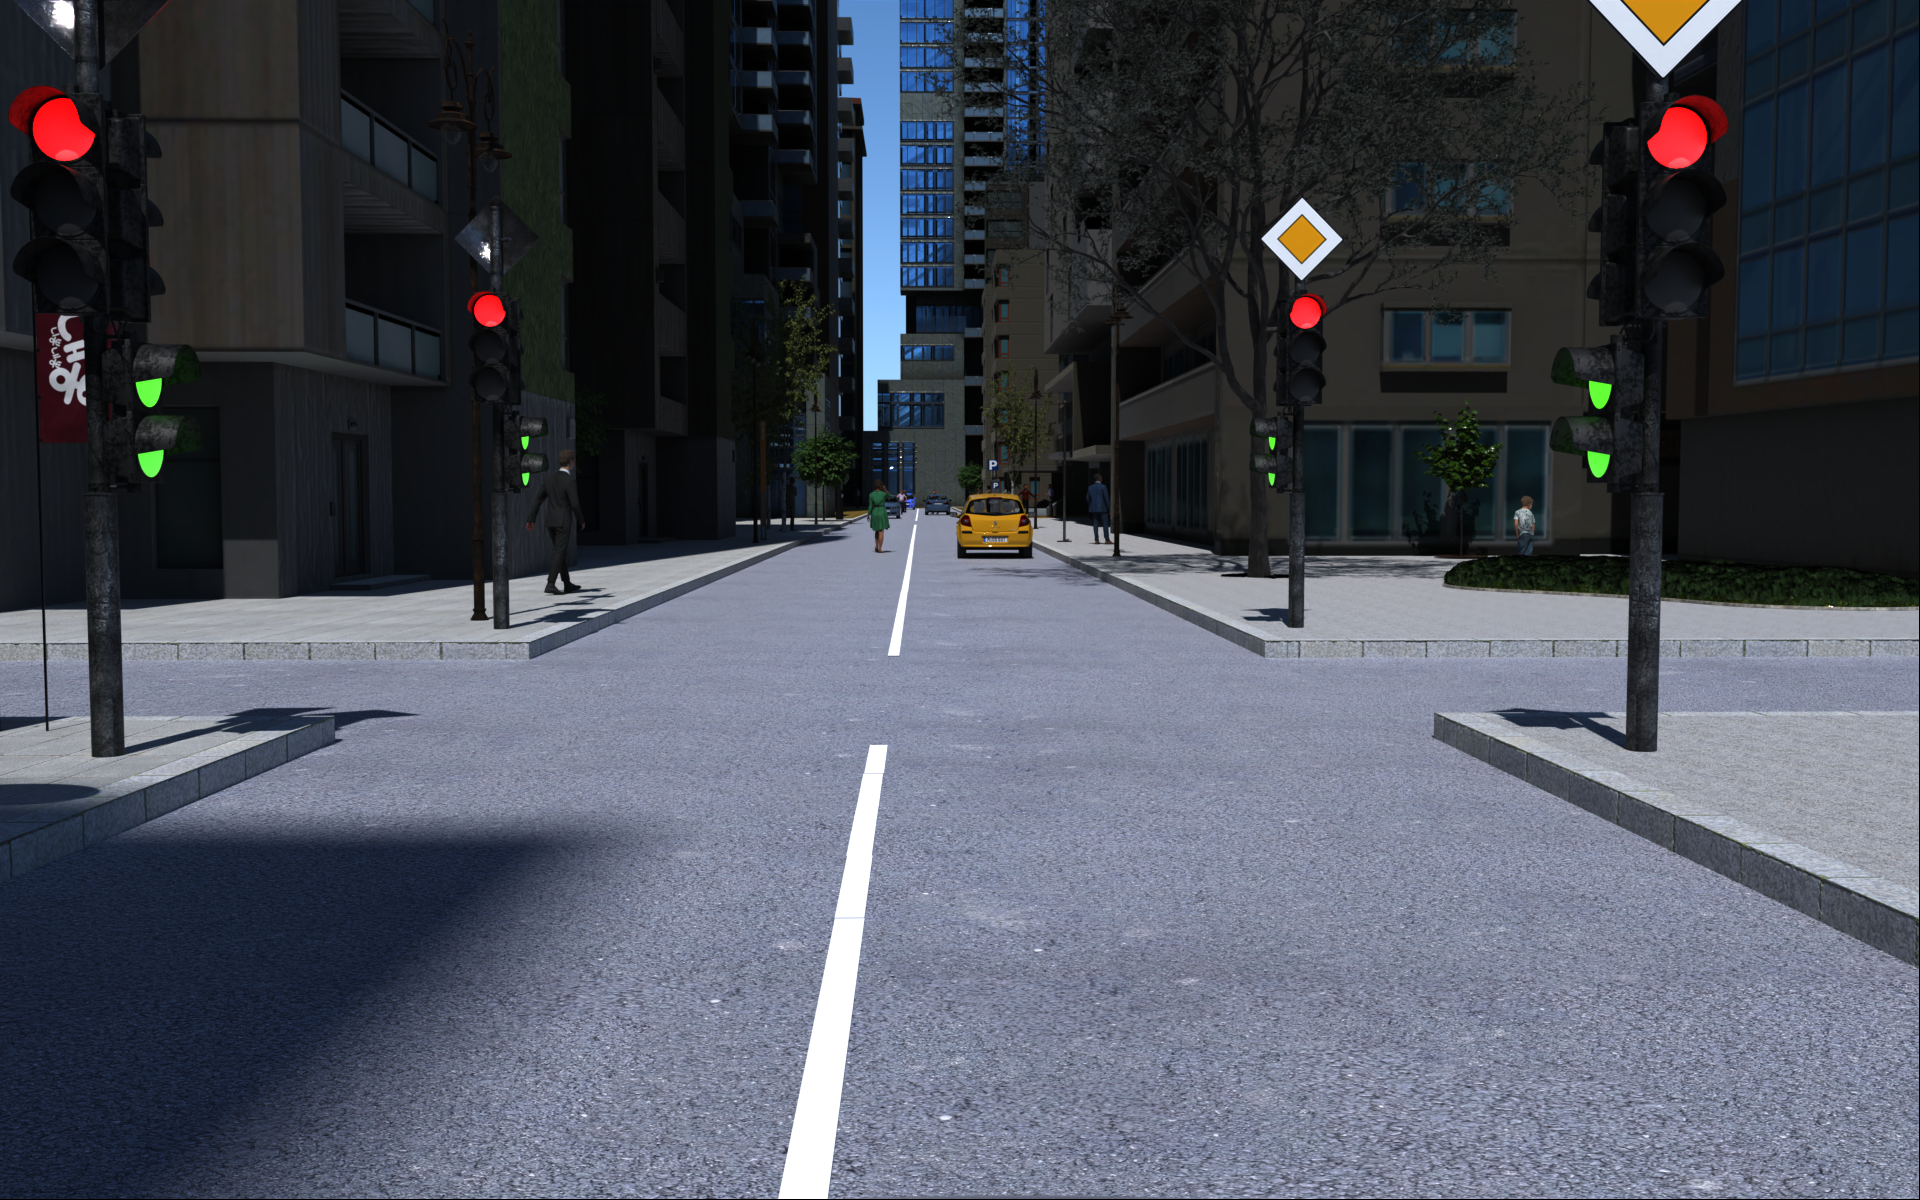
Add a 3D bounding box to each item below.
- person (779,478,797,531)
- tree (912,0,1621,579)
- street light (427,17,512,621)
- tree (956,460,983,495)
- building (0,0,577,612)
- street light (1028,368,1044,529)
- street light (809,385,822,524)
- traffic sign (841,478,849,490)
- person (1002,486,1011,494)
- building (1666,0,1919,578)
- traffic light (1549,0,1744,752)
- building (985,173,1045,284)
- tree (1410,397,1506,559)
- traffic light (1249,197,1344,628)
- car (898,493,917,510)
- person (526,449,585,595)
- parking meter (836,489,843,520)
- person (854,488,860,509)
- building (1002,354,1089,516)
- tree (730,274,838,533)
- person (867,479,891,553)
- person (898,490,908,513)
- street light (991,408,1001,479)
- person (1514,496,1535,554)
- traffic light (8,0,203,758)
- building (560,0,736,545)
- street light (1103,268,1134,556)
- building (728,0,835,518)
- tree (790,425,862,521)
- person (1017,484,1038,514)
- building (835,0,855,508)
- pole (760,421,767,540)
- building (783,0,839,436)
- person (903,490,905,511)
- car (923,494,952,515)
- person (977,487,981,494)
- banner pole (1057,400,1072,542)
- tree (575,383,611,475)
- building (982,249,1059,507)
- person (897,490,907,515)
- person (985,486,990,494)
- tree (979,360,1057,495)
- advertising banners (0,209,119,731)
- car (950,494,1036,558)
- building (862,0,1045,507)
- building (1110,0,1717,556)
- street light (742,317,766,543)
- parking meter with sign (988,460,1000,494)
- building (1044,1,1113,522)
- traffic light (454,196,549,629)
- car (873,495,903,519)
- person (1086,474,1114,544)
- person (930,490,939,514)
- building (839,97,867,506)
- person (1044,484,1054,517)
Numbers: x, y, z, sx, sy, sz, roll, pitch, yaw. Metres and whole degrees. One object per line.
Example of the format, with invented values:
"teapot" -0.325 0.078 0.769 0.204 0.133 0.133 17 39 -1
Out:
"person" -6.018 -3.351 60.637 0.655 1.846 0.447 -1 4 -12
"tree" 4.475 -7.087 26.250 12.009 13.543 11.850 0 3 0
"street light" -4.889 -2.731 17.447 0.468 5.910 1.993 0 4 -1
"tree" 1.212 -11.305 168.549 4.285 4.588 4.351 0 3 0
"building" -13.715 -20.743 22.750 14.154 41.232 14.086 0 4 -1
"street light" 2.776 -5.546 63.465 0.468 5.910 1.993 0 4 -1
"street light" -6.113 -6.155 73.426 0.468 5.910 1.993 0 4 -1
"traffic sign" -6.144 -5.499 90.014 0.768 2.556 0.104 1 4 8
"person" 2.427 -5.278 93.124 1.217 1.735 0.721 -2 4 -35
"building" 20.609 -22.921 24.869 14.200 45.320 14.600 0 4 -1
"traffic light" 3.396 -1.202 8.566 0.839 4.253 0.868 0 4 -1
"building" 9.184 -23.660 158.549 14.160 30.474 14.107 0 4 -1
"tree" 10.100 -2.438 34.462 1.663 3.219 1.824 0 3 0
"traffic light" 3.214 -1.690 16.549 0.839 4.253 0.868 0 4 -1
"car" -4.980 -9.183 159.728 1.945 1.707 3.694 0 4 -2
"person" -5.074 -1.001 22.188 0.659 1.850 0.755 2 4 34
"parking meter" -6.044 -4.801 86.914 0.372 1.533 0.369 0 3 0
"person" -9.064 -8.881 151.120 0.599 1.838 0.709 1 4 9
"building" 19.058 -25.571 109.973 32.217 40.220 23.993 0 4 -1
"tree" -6.105 -6.565 57.708 4.737 8.622 4.395 0 3 0
"person" -1.989 -2.052 42.294 0.600 1.795 0.529 0 4 3
"person" -4.366 -7.653 134.149 0.721 1.766 1.217 2 4 35
"street light" 1.895 -7.251 91.334 0.468 5.910 1.993 0 4 -1
"person" 8.756 -0.990 26.910 0.332 1.250 0.352 2 4 28
"traffic light" -4.163 -1.190 8.379 0.839 4.253 0.868 0 4 -1
"building" -13.728 -16.724 45.139 14.160 30.474 14.107 0 4 -1
"street light" 3.229 -3.837 35.520 0.468 5.910 1.993 0 4 -1
"building" -18.697 -48.467 105.106 22.319 86.520 31.000 0 4 -1
"tree" -6.340 -5.988 81.620 4.285 4.588 4.351 0 3 0
"person" 3.585 -5.423 94.667 1.348 1.831 0.705 -1 4 -14
"building" -24.746 -32.601 152.642 30.456 49.044 23.786 0 4 -1
"pole" -5.480 -3.325 48.200 0.158 3.312 0.155 0 3 0
"building" -16.326 -29.289 128.981 14.600 45.320 14.200 0 4 -1
"person" -4.496 -8.046 140.773 0.721 1.735 1.217 -1 4 -15
"car" -1.551 -6.550 119.088 2.014 1.417 4.499 0 4 -2
"person" 1.452 -8.002 136.976 0.705 1.812 1.348 -1 4 -20
"banner pole" 2.807 -3.459 46.580 0.401 3.779 0.863 0 4 2
"tree" -9.015 -3.167 35.492 4.285 4.588 4.351 0 3 0
"building" 16.049 -17.875 137.296 27.650 21.520 28.899 0 4 -1
"person" -4.082 -6.824 121.008 0.756 1.711 0.436 0 4 5
"person" 1.762 -6.258 108.374 0.705 1.823 1.348 3 4 36
"tree" 3.139 -8.906 95.970 4.737 8.622 4.395 0 3 0
"advertising banners" -5.451 -0.798 9.227 2.074 3.025 0.090 0 4 -5
"car" 0.769 -1.821 39.993 2.015 1.641 3.980 0 4 0
"building" 5.289 -53.386 185.540 31.000 86.520 22.319 0 4 -1
"building" 15.820 -25.775 45.124 21.300 48.544 21.600 0 4 -1
"street light" -5.368 -4.436 45.317 0.468 5.910 1.993 0 4 -1
"parking meter with sign" 1.739 -5.558 87.127 0.543 3.016 1.738 0 4 -5
"building" 18.113 -29.866 77.542 28.713 52.752 27.495 0 4 -1
"traffic light" -4.345 -1.678 16.362 0.839 4.253 0.868 0 4 -1
"car" -4.396 -5.525 102.336 2.014 1.417 4.499 0 4 -2
"person" 3.571 -2.319 44.144 0.721 1.800 0.419 2 4 25
"person" -1.821 -7.014 124.103 0.530 1.710 0.541 -2 4 -25
"building" -24.631 -32.493 185.882 28.867 44.769 22.147 0 4 -1
"person" 4.899 -5.527 96.279 0.599 1.838 0.709 1 4 14
